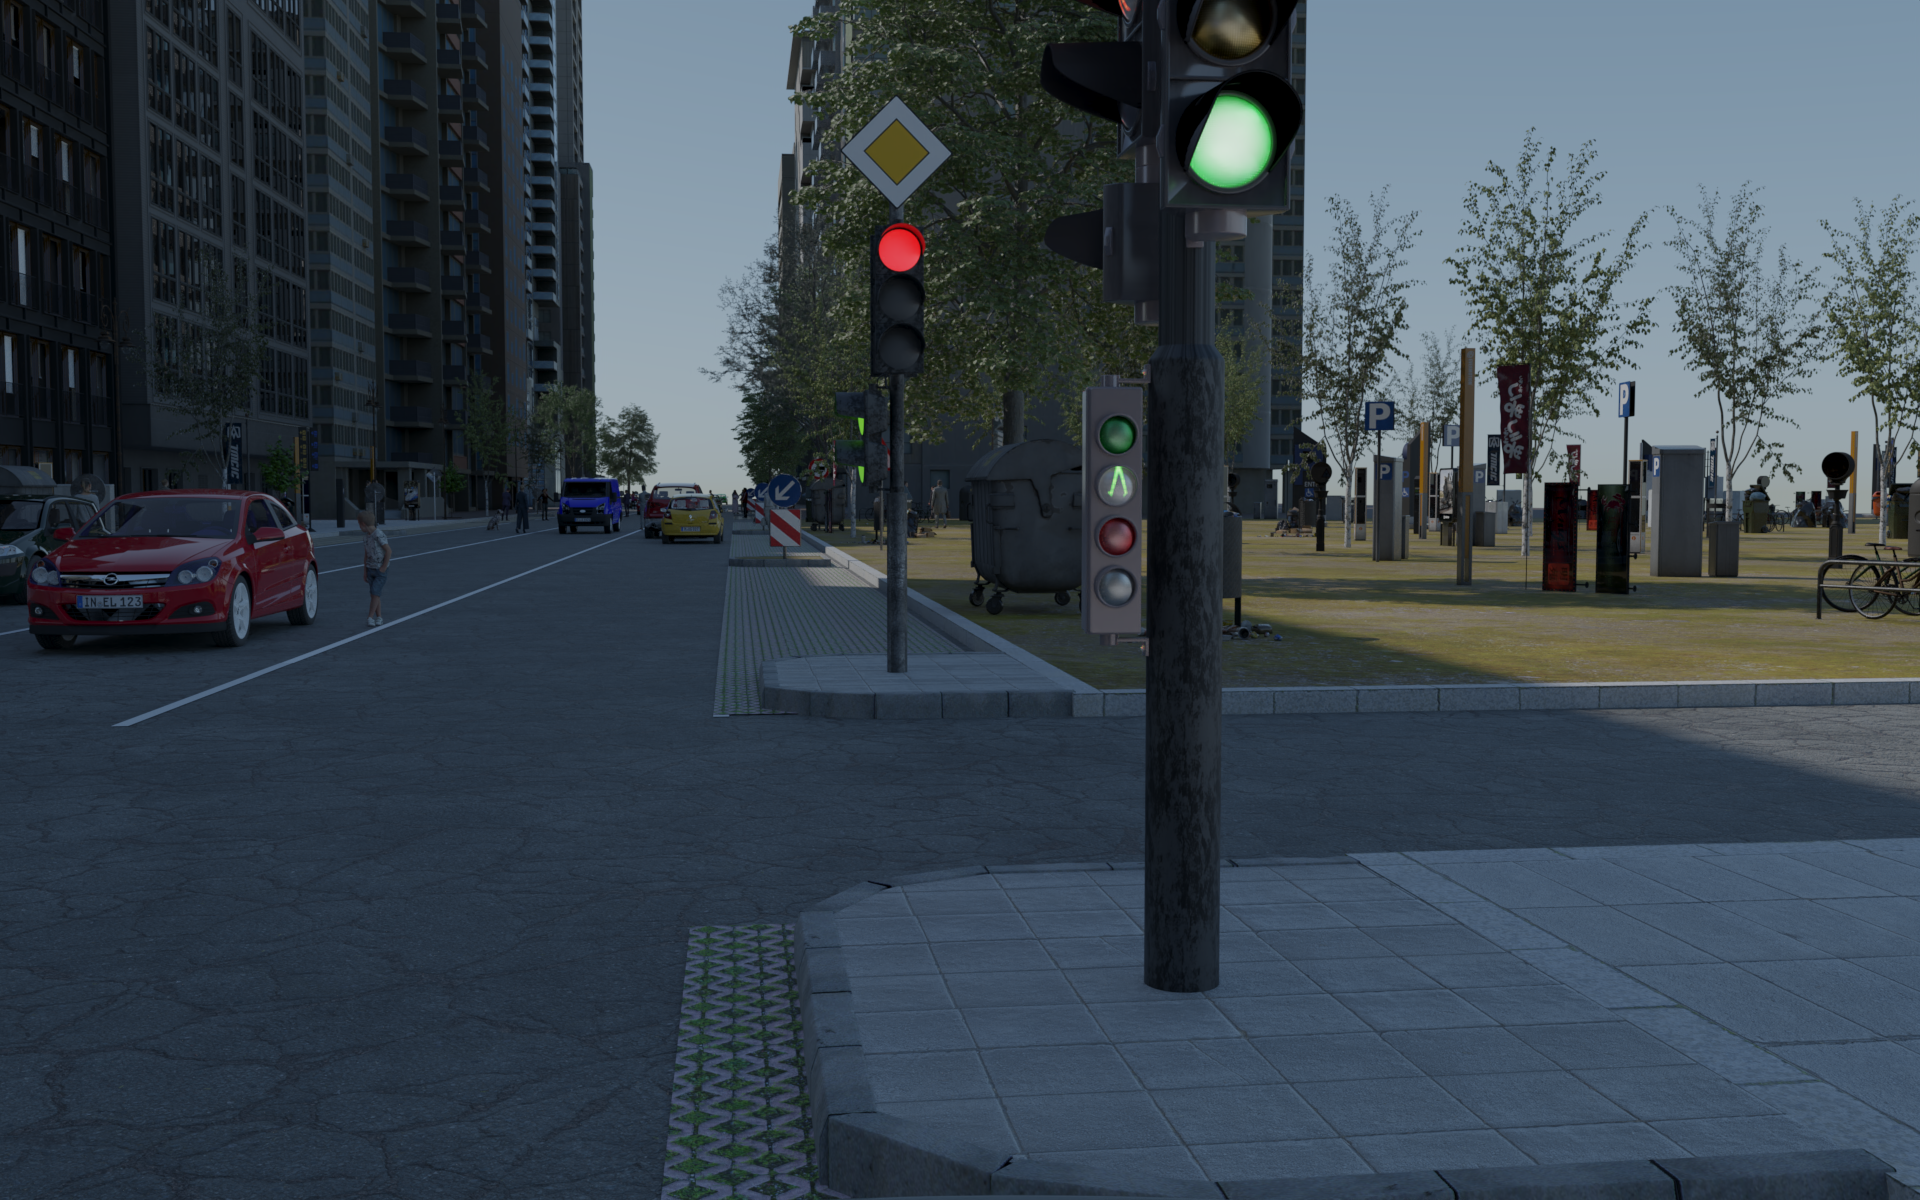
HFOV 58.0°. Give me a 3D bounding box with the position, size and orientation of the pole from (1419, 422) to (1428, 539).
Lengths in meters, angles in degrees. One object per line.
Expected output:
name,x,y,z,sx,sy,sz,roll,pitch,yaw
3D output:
pole,13.175,-3.387,49.220,0.158,3.312,0.155,0,3,0

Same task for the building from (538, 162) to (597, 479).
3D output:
building,-51.274,-32.002,206.822,14.154,41.232,14.086,0,4,-7

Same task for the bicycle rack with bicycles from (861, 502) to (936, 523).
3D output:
bicycle rack with bicycles,-2.371,-3.883,76.872,2.925,0.926,2.852,-2,4,-28

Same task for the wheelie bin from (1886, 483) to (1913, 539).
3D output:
wheelie bin,27.026,-2.550,49.608,0.980,1.594,0.693,1,4,11

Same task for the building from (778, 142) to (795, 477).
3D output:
building,-13.716,-37.434,235.747,21.300,48.544,21.600,0,4,-7

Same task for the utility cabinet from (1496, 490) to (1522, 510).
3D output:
utility cabinet,27.450,-4.766,86.606,1.173,1.500,0.318,0,4,2

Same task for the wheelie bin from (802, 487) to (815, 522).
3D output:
wheelie bin,-6.744,-4.357,79.141,0.980,1.594,0.693,0,4,2

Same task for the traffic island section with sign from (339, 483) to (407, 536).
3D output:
traffic island section with sign,-20.367,-3.155,60.204,1.989,1.847,2.006,0,4,-7

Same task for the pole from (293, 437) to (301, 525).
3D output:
pole,-23.699,-4.164,61.922,0.158,3.312,0.155,0,3,0

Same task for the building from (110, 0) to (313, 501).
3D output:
building,-33.918,-16.528,63.733,14.314,27.812,24.014,0,4,-7

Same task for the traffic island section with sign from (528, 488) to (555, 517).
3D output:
traffic island section with sign,-26.788,-6.192,109.872,1.989,1.847,2.006,0,4,-7

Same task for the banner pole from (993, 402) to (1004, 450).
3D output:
banner pole,1.118,-3.147,41.463,0.863,3.779,0.401,-2,4,-33

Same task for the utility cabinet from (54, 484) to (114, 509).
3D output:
utility cabinet,-19.573,-1.838,38.734,1.173,1.500,0.318,-1,4,-9

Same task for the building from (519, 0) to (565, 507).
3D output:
building,-53.061,-53.202,182.522,22.319,86.520,31.000,0,4,-7

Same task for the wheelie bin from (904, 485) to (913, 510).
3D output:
wheelie bin,-2.205,-3.384,63.243,0.693,1.594,0.980,3,5,40

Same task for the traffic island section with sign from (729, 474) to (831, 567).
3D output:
traffic island section with sign,-3.635,-1.594,34.691,1.989,1.847,2.006,0,4,-7

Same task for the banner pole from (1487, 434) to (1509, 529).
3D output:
banner pole,19.766,-4.502,63.624,0.863,3.779,0.401,1,4,16

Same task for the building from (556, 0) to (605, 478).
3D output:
building,-56.770,-47.976,222.663,20.563,71.187,20.611,0,4,-7

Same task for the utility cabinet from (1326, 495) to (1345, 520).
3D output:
utility cabinet,18.455,-4.522,85.089,0.306,1.237,1.020,-2,4,-33

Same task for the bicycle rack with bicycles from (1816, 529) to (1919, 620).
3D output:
bicycle rack with bicycles,10.043,-0.258,17.608,2.852,0.926,2.925,-2,4,-28

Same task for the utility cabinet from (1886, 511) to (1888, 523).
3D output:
utility cabinet,41.672,-4.049,77.358,0.306,1.237,1.020,-1,4,-22

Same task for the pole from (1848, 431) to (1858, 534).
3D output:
pole,28.907,-3.805,56.051,0.158,3.312,0.155,0,3,0

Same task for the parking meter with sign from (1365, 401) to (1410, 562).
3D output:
parking meter with sign,8.272,-2.270,33.367,0.543,3.016,1.738,2,4,28

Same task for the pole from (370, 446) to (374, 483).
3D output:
pole,-25.110,-4.911,74.140,0.158,3.312,0.155,0,3,0

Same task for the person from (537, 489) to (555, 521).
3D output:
person,-22.404,-5.158,93.657,0.721,1.723,1.217,3,4,37

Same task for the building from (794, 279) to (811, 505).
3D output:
building,-13.859,-27.274,217.629,14.160,30.474,14.107,0,4,-7

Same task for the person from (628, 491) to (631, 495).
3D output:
person,-36.923,-11.286,193.163,0.705,1.807,1.348,2,4,34

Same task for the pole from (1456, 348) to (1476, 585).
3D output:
pole,7.099,-1.862,24.293,0.158,3.312,0.155,0,3,0

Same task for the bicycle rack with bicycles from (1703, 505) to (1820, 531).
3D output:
bicycle rack with bicycles,26.902,-2.787,58.958,2.925,0.926,2.852,-1,4,-23

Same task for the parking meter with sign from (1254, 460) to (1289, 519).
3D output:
parking meter with sign,15.937,-5.655,88.723,1.738,3.016,0.543,1,4,16

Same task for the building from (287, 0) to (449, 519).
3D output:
building,-45.845,-24.595,94.005,32.217,40.220,23.993,0,4,-7

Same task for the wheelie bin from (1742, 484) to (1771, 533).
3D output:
wheelie bin,26.063,-2.986,56.726,0.693,1.594,0.980,-1,4,-9

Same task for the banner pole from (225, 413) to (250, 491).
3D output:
banner pole,-22.211,-3.881,53.467,0.863,3.779,0.401,-1,4,-15

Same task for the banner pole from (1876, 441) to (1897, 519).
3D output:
banner pole,43.404,-5.560,80.918,0.401,3.779,0.863,-1,4,-18

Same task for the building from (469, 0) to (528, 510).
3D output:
building,-43.701,-30.109,142.397,14.600,45.320,14.200,0,4,-7

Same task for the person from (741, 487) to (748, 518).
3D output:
person,-12.817,-5.783,103.017,0.705,1.831,1.348,0,4,1

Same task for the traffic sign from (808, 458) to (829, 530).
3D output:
traffic sign,-5.027,-3.777,61.854,0.768,2.556,0.104,0,4,-2

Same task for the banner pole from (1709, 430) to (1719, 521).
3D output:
banner pole,29.726,-4.789,68.315,0.401,3.779,0.863,0,4,0

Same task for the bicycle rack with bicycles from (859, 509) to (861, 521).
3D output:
bicycle rack with bicycles,-3.286,-4.153,81.283,2.925,0.926,2.852,-2,4,-35

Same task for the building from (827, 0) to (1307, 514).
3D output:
building,6.651,-26.167,119.708,32.217,40.220,23.993,0,4,-7

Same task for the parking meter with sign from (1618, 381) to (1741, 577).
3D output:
parking meter with sign,11.174,-1.874,26.900,1.738,3.016,0.543,0,4,4

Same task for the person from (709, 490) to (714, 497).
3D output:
person,-16.458,-6.429,114.527,0.530,1.710,0.541,3,5,43

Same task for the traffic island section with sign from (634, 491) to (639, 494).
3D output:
traffic island section with sign,-40.837,-12.842,218.593,1.989,1.847,2.006,0,4,-7

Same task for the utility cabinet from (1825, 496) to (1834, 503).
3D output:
utility cabinet,38.294,-3.972,76.097,0.306,1.237,1.020,3,5,42

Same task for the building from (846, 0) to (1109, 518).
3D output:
building,0.423,-25.394,98.786,14.154,41.232,14.086,0,4,-7

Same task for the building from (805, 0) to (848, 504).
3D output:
building,-0.968,-32.186,145.856,23.786,49.044,30.456,0,4,-7

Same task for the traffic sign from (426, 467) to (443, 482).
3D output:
traffic sign,-25.294,-5.114,83.339,0.795,2.593,0.064,0,4,-5

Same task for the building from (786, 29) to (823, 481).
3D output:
building,-4.832,-37.183,197.178,28.713,52.752,27.495,0,4,-7

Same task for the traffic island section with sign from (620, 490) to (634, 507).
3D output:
traffic island section with sign,-37.257,-11.150,190.929,1.989,1.847,2.006,0,4,-7

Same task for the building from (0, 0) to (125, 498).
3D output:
building,-30.506,-13.075,43.446,12.332,23.373,15.834,0,4,-7

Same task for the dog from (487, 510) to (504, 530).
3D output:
dog,-18.540,-3.167,68.625,0.800,0.831,0.513,2,4,25

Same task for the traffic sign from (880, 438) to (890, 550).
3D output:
traffic sign,-1.792,-2.408,39.367,0.884,2.594,0.081,0,4,-2

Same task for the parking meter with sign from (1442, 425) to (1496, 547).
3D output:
parking meter with sign,12.620,-2.846,42.797,0.543,3.016,1.738,-1,4,-17

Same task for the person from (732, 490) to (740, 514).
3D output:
person,-16.009,-6.984,123.354,0.621,1.740,0.551,3,5,43

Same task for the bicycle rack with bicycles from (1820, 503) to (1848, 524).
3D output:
bicycle rack with bicycles,34.682,-3.490,70.451,2.925,0.926,2.852,2,4,32

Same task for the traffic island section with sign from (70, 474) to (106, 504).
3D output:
traffic island section with sign,-16.866,-1.503,33.199,1.989,1.847,2.006,0,4,-7

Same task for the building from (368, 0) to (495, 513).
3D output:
building,-45.087,-28.498,120.563,22.147,44.769,28.867,0,4,-7

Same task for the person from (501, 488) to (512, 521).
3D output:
person,-24.257,-5.121,92.675,0.683,1.767,0.568,1,4,13
